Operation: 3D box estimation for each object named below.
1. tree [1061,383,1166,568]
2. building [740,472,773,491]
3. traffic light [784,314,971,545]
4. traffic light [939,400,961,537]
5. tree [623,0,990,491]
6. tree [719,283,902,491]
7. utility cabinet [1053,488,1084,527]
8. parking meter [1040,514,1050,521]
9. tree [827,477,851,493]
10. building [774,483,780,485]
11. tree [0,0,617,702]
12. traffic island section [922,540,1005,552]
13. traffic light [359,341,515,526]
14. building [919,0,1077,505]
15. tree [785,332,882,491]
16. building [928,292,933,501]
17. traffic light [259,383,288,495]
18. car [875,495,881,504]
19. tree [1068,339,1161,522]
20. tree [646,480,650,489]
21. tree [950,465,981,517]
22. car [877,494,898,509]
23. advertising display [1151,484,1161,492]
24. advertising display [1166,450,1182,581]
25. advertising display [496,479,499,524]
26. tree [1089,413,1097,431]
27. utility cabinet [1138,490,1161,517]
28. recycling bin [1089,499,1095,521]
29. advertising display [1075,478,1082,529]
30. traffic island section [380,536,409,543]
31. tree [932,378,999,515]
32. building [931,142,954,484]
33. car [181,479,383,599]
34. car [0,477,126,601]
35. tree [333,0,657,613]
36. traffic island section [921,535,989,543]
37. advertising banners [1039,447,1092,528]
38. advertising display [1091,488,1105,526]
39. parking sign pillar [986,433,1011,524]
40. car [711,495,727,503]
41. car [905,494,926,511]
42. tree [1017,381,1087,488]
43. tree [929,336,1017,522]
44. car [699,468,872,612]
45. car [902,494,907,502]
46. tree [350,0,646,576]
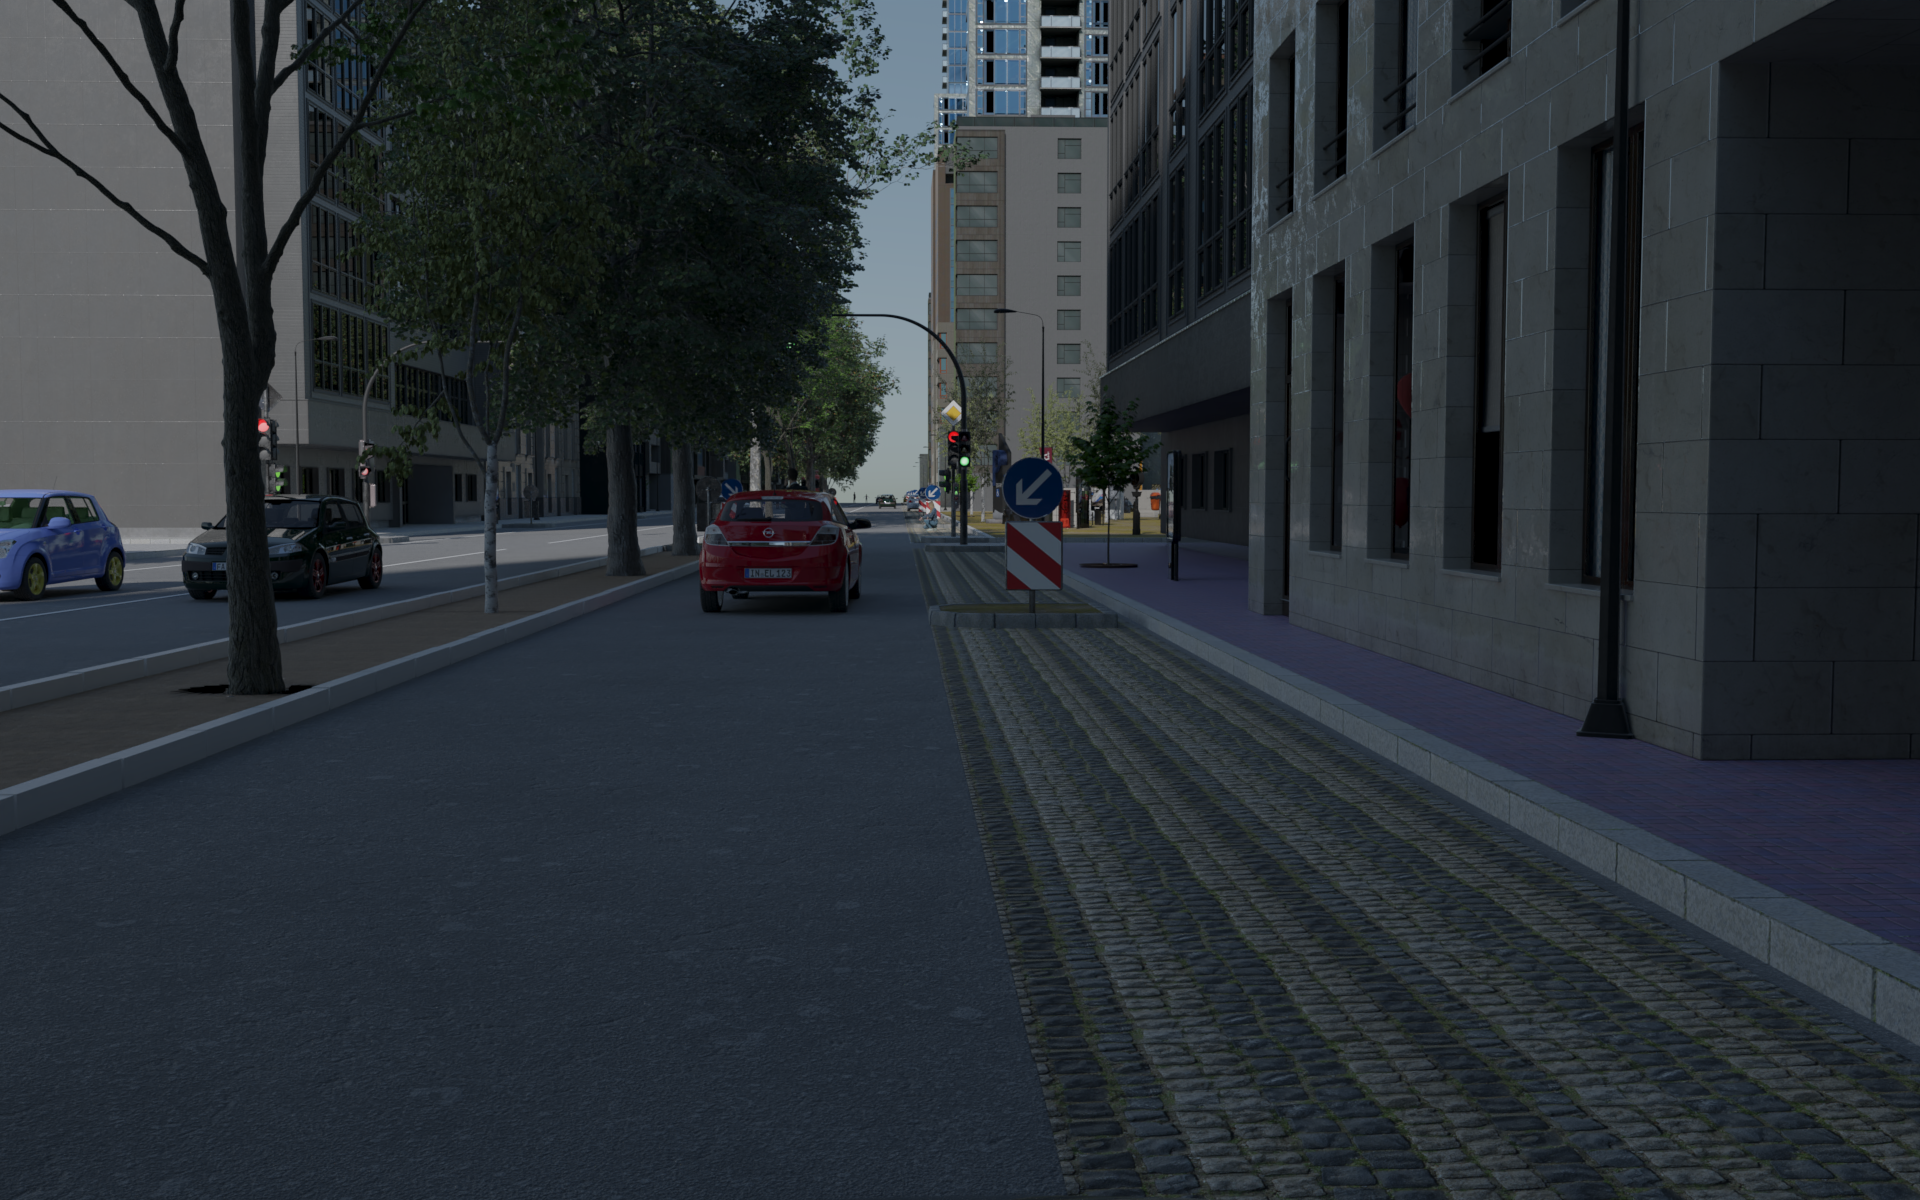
[{"bbox_3d":[2.565,-2.194,30.476,1.663,3.219,1.824,0,3,0],"label":"tree"},{"bbox_3d":[-36.874,-34.827,224.045,22.147,44.769,28.867,0,4,-2],"label":"building"},{"bbox_3d":[-2.017,-4.221,43.675,4.771,5.953,1.251,0,4,-2],"label":"traffic light"},{"bbox_3d":[-0.212,-3.850,51.870,0.839,4.253,0.868,0,4,-2],"label":"traffic light"},{"bbox_3d":[-5.721,-12.197,57.767,12.611,20.169,13.585,0,3,0],"label":"tree"},{"bbox_3d":[-7.803,-10.404,89.563,9.611,12.733,9.660,0,3,0],"label":"tree"},{"bbox_3d":[4.113,-3.494,65.799,1.173,1.500,0.318,0,4,2],"label":"utility cabinet"},{"bbox_3d":[2.747,-3.072,55.938,0.255,1.863,0.399,0,4,-5],"label":"parking meter"},{"bbox_3d":[-9.507,-10.539,125.128,4.360,8.622,3.978,0,3,0],"label":"tree"},{"bbox_3d":[-38.031,-36.611,253.212,22.147,44.769,28.867,0,4,-2],"label":"building"},{"bbox_3d":[-5.177,-5.138,12.226,9.928,11.665,9.643,0,3,0],"label":"tree"},{"bbox_3d":[0.111,-1.329,44.005,2.009,0.180,2.903,0,4,-2],"label":"traffic island section"},{"bbox_3d":[-15.474,-4.690,51.351,4.771,5.953,1.251,0,4,-2],"label":"traffic light"},{"bbox_3d":[4.931,-58.521,269.485,22.319,86.520,31.000,0,4,-2],"label":"building"},{"bbox_3d":[-8.294,-10.863,98.188,7.486,12.596,7.792,0,3,0],"label":"tree"},{"bbox_3d":[2.380,-29.121,247.823,14.160,30.474,14.107,0,4,-2],"label":"building"},{"bbox_3d":[-17.279,-3.324,43.262,0.839,4.253,0.868,0,4,-2],"label":"traffic light"},{"bbox_3d":[-11.325,-14.523,250.024,1.945,1.354,3.894,0,4,-3],"label":"car"},{"bbox_3d":[6.758,-7.833,78.436,4.360,8.622,3.978,0,3,0],"label":"tree"},{"bbox_3d":[-23.298,-7.947,124.537,1.663,3.219,1.824,0,3,0],"label":"tree"},{"bbox_3d":[0.116,-6.417,99.525,1.663,3.219,1.824,0,3,0],"label":"tree"},{"bbox_3d":[-7.095,-9.768,169.500,2.009,1.686,4.222,0,4,-2],"label":"car"},{"bbox_3d":[12.623,-6.476,111.092,0.123,1.923,0.974,-2,4,-32],"label":"advertising display"},{"bbox_3d":[3.193,-1.264,25.888,0.123,1.923,0.974,0,4,1],"label":"advertising display"},{"bbox_3d":[-19.798,-4.190,73.716,0.123,1.923,0.974,0,4,-1],"label":"advertising display"},{"bbox_3d":[7.670,-10.395,120.328,4.737,8.622,4.395,0,3,0],"label":"tree"},{"bbox_3d":[10.242,-5.237,94.311,0.318,1.500,1.173,-3,5,-41],"label":"utility cabinet"},{"bbox_3d":[6.146,-4.320,83.188,0.722,1.027,0.722,1,4,13],"label":"recycling bin"},{"bbox_3d":[4.393,-3.594,63.982,0.123,1.923,0.974,1,4,12],"label":"advertising display"},{"bbox_3d":[-17.602,-1.780,51.376,2.009,0.180,2.903,0,4,-2],"label":"traffic island section"},{"bbox_3d":[0.496,-9.620,107.651,4.737,8.622,4.395,0,3,0],"label":"tree"},{"bbox_3d":[3.964,-34.794,218.987,14.600,45.320,14.200,0,4,-2],"label":"building"},{"bbox_3d":[-9.627,-0.919,24.806,2.009,1.686,4.222,0,4,-2],"label":"car"},{"bbox_3d":[-13.263,-0.899,24.289,1.945,1.707,3.694,0,4,-2],"label":"car"},{"bbox_3d":[-5.664,-4.154,20.738,4.737,8.622,4.395,0,3,0],"label":"tree"},{"bbox_3d":[-0.171,-1.817,51.985,2.009,0.180,2.903,0,4,-2],"label":"traffic island section"},{"bbox_3d":[3.941,-4.198,64.829,2.074,3.025,0.090,-1,4,-14],"label":"advertising banners"},{"bbox_3d":[5.656,-4.025,71.021,0.123,1.923,0.974,-2,4,-26],"label":"advertising display"},{"bbox_3d":[1.844,-5.350,75.946,1.447,3.967,1.447,-1,4,-18],"label":"parking sign pillar"},{"bbox_3d":[-10.365,-4.011,77.577,2.014,1.417,4.499,0,4,-1],"label":"car"},{"bbox_3d":[-3.530,-8.040,143.451,2.014,1.417,4.499,0,4,-3],"label":"car"},{"bbox_3d":[5.484,-10.012,114.052,4.737,8.622,4.395,0,3,0],"label":"tree"},{"bbox_3d":[0.859,-7.915,79.773,4.360,8.622,3.978,0,3,0],"label":"tree"},{"bbox_3d":[-2.247,-0.820,22.448,2.155,1.783,4.494,0,3,0],"label":"car"},{"bbox_3d":[-7.918,-15.704,266.982,2.015,1.641,3.980,0,4,-3],"label":"car"},{"bbox_3d":[-5.847,-7.382,29.808,9.857,13.997,8.962,0,3,0],"label":"tree"}]
